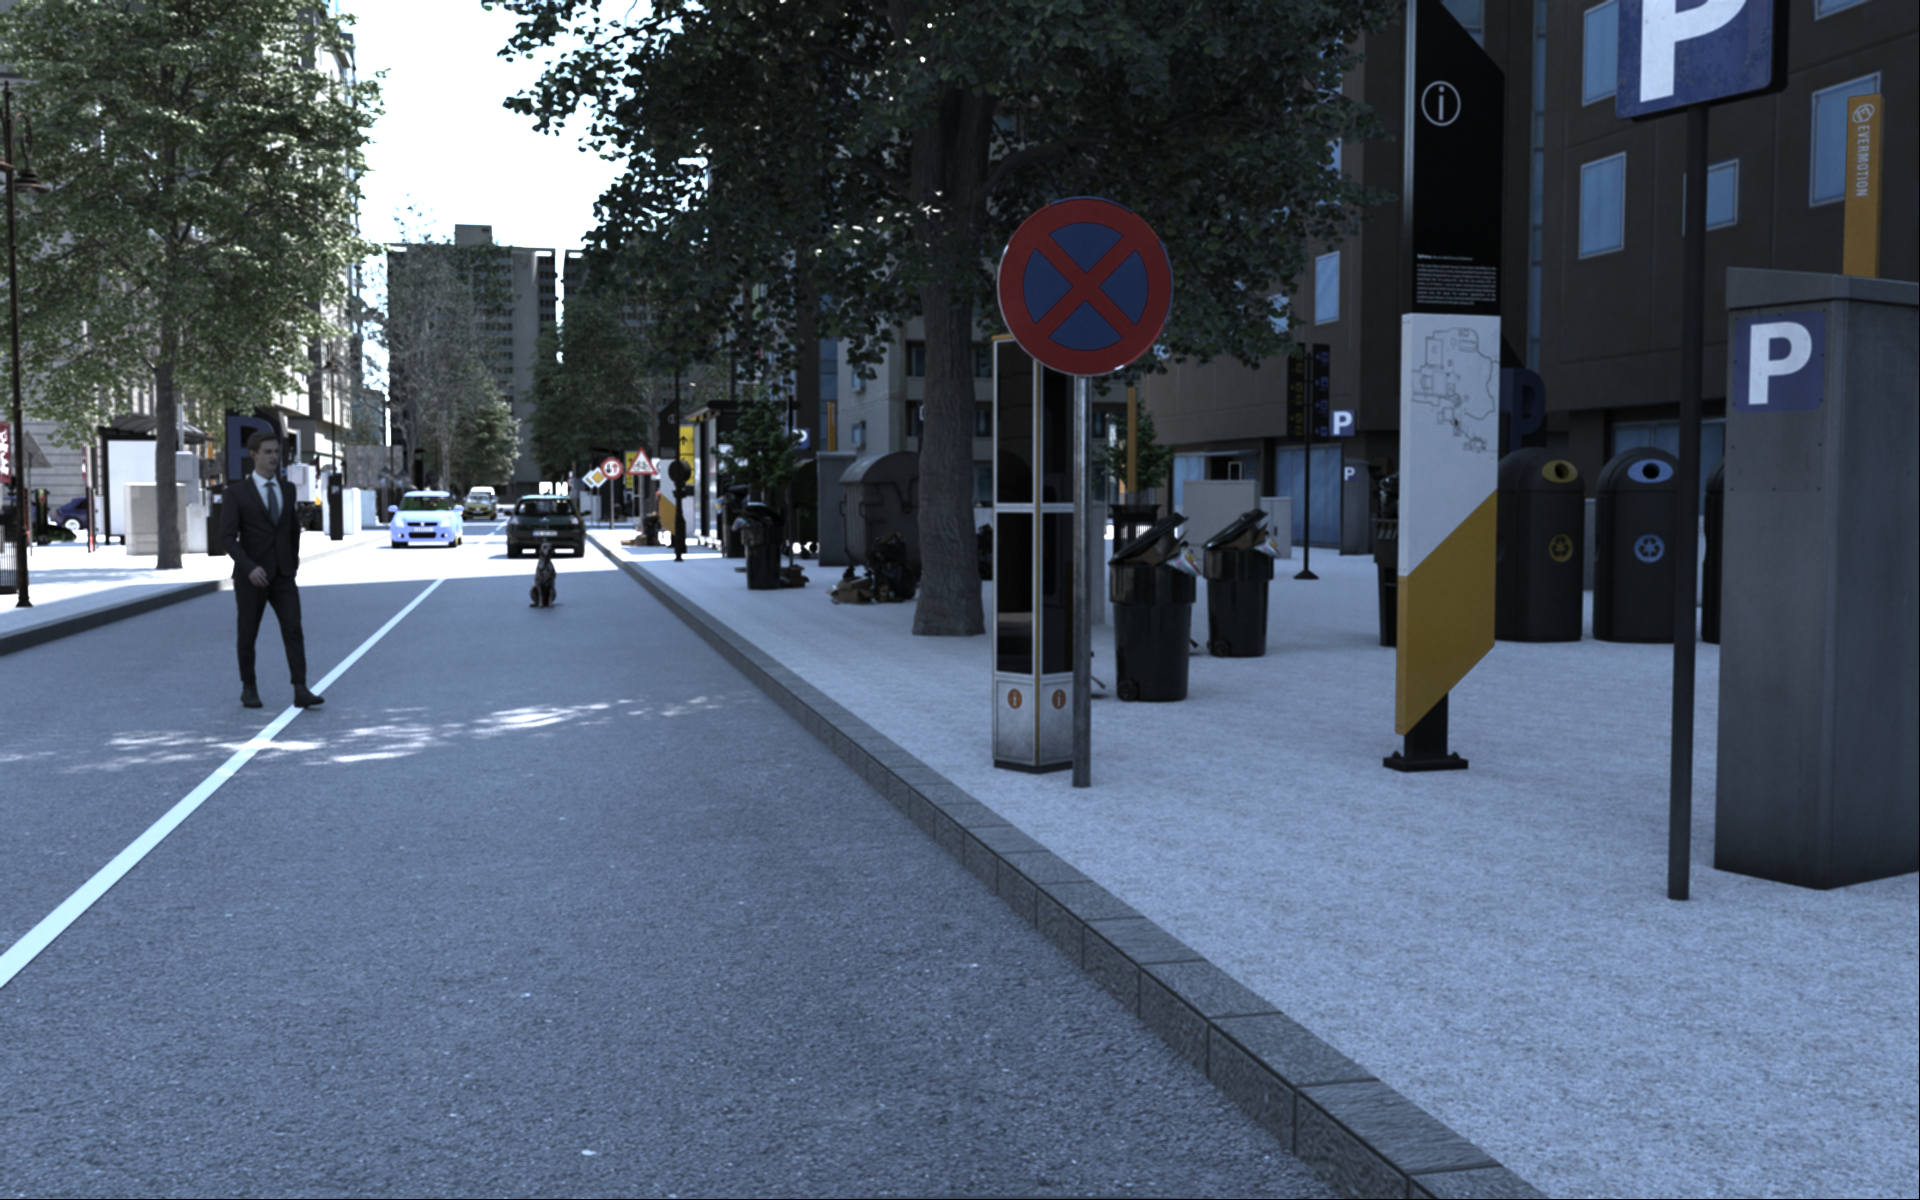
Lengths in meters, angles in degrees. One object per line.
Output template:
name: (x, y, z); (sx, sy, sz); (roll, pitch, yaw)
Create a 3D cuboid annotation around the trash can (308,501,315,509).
trash can: (-42.330, -6.217, 113.309); (0.748, 1.137, 0.748); (0, 3, 0)

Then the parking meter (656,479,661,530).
parking meter: (-10.928, -3.471, 62.465); (0.255, 1.863, 0.399); (2, 4, 30)

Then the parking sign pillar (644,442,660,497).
parking sign pillar: (-14.237, -5.646, 80.780); (1.447, 3.967, 1.447); (-2, 4, -25)

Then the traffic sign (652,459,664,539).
traffic sign: (-8.460, -2.881, 49.230); (0.606, 2.300, 0.079); (-1, 4, -12)

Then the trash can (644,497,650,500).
trash can: (-13.825, -3.974, 76.630); (0.748, 1.137, 0.748); (0, 3, 0)

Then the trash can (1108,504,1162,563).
trash can: (2.419, -0.752, 23.950); (0.748, 1.137, 0.748); (0, 3, 0)

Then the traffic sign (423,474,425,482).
traffic sign: (-31.356, -6.128, 100.291); (0.768, 2.556, 0.104); (-1, 4, -12)

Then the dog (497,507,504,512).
dog: (-37.277, -7.337, 140.150); (0.748, 0.427, 0.550); (-2, 4, -25)

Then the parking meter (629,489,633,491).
parking meter: (-27.181, -8.399, 143.027); (0.255, 1.863, 0.399); (0, 4, 6)

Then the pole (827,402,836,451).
pole: (-2.836, -2.722, 38.340); (0.158, 3.312, 0.155); (0, 3, 0)

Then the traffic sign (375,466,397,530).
traffic sign: (-20.445, -3.553, 61.729); (0.795, 2.450, 0.064); (-1, 4, -14)

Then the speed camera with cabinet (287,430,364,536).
speed camera with cabinet: (-19.601, -3.611, 53.374); (2.038, 3.252, 0.660); (0, 4, 1)

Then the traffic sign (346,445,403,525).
traffic sign: (-24.347, -4.784, 72.091); (2.265, 3.308, 0.079); (-1, 4, -9)

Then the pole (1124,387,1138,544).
pole: (3.295, -2.404, 33.153); (0.158, 3.312, 0.155); (0, 3, 0)

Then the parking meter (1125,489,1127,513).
parking meter: (7.573, -4.404, 77.711); (0.255, 1.863, 0.399); (-3, 4, -37)

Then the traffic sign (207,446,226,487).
traffic sign: (-19.924, -2.871, 46.938); (0.884, 2.594, 0.081); (0, 4, -8)

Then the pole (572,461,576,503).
pole: (-23.724, -6.886, 106.425); (0.158, 3.312, 0.155); (0, 3, 0)

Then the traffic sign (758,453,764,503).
traffic sign: (-3.619, -1.947, 31.939); (0.768, 2.556, 0.104); (0, 4, -5)

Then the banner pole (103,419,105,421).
banner pole: (-27.732, -4.081, 56.749); (0.863, 3.779, 0.401); (-3, 5, -44)

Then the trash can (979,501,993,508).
trash can: (0.769, -1.527, 36.618); (0.748, 1.137, 0.748); (0, 3, 0)

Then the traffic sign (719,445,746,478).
traffic sign: (-4.658, -2.052, 35.675); (0.606, 2.300, 0.079); (0, 4, -4)

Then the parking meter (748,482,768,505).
parking meter: (-3.870, -1.515, 33.174); (0.372, 1.533, 0.369); (0, 3, 0)

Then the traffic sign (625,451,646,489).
traffic sign: (-14.779, -5.416, 82.427); (2.265, 3.308, 0.079); (-1, 4, -9)

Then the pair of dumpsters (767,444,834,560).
pair of dumpsters: (-3.108, -2.037, 35.793); (1.574, 2.255, 4.437); (-1, 4, -14)

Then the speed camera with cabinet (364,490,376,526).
speed camera with cabinet: (-24.479, -4.586, 69.315); (2.038, 3.252, 0.660); (-3, 5, -44)

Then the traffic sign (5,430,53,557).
traffic sign: (-18.939, -2.156, 35.249); (0.884, 2.594, 0.081); (-1, 4, -10)

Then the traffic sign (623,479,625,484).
traffic sign: (-22.903, -7.014, 116.801); (0.606, 2.300, 0.079); (0, 4, -5)

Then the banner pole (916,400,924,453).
banner pole: (-0.595, -3.100, 40.708); (0.863, 3.779, 0.401); (0, 4, 0)

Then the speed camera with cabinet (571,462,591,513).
speed camera with cabinet: (-21.710, -6.457, 99.906); (0.660, 3.252, 2.038); (-3, 4, -39)

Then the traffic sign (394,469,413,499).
traffic sign: (-22.339, -4.027, 69.487); (0.795, 2.450, 0.064); (-1, 4, -14)

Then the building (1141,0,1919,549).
building: (13.778, -24.169, 45.268); (14.600, 45.320, 14.200); (-1, 4, -14)

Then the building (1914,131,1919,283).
building: (18.420, -22.843, 23.590); (14.600, 45.320, 14.200); (-1, 4, -14)

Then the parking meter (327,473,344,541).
parking meter: (-17.125, -2.554, 47.467); (0.399, 1.863, 0.255); (-1, 4, -20)

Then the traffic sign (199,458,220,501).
traffic sign: (-21.370, -2.886, 49.319); (0.606, 2.300, 0.079); (-1, 4, -11)

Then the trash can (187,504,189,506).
trash can: (-40.443, -4.797, 90.081); (0.748, 1.137, 0.748); (0, 3, 0)

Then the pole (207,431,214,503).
pole: (-24.399, -3.827, 56.414); (0.158, 3.312, 0.155); (0, 3, 0)

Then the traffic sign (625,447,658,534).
traffic sign: (-8.724, -2.905, 47.505); (0.884, 2.594, 0.081); (0, 4, -4)

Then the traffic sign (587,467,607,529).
traffic sign: (-13.256, -3.658, 63.456); (0.795, 2.450, 0.064); (-1, 4, -14)

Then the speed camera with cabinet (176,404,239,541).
speed camera with cabinet: (-16.732, -2.713, 38.697); (2.038, 3.252, 0.660); (-3, 5, -43)

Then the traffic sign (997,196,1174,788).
traffic sign: (0.534, -0.454, 7.522); (0.768, 2.556, 0.104); (0, 4, -6)

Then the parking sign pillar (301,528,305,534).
parking sign pillar: (-21.952, -4.125, 55.922); (1.447, 3.967, 1.447); (-2, 4, -28)

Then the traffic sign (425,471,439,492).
traffic sign: (-28.990, -5.814, 95.164); (0.768, 2.556, 0.104); (-1, 4, -8)

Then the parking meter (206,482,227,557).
parking meter: (-15.322, -1.668, 35.683); (0.372, 1.533, 0.369); (0, 3, 0)

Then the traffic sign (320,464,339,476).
traffic sign: (-26.325, -4.418, 72.335); (0.768, 2.556, 0.104); (-1, 4, -11)

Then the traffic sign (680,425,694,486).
traffic sign: (-7.276, -3.501, 51.109); (2.265, 3.308, 0.079); (0, 4, -7)

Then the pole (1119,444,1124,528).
pole: (6.091, -4.356, 65.059); (0.158, 3.312, 0.155); (0, 3, 0)

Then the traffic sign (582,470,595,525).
traffic sign: (-15.151, -4.133, 71.214); (0.795, 2.450, 0.064); (-1, 4, -14)

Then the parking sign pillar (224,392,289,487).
parking sign pillar: (-17.713, -3.362, 43.444); (1.447, 3.967, 1.447); (-1, 4, -18)

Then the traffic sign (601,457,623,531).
traffic sign: (-12.097, -3.678, 60.245); (0.768, 2.556, 0.104); (0, 4, -7)

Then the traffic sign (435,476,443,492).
traffic sign: (-36.945, -7.496, 122.667); (0.768, 2.556, 0.104); (0, 4, -7)

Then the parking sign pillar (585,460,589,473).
parking sign pillar: (-27.194, -8.469, 126.934); (1.447, 3.967, 1.447); (-1, 4, -22)

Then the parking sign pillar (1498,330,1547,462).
parking sign pillar: (8.701, -2.366, 27.151); (1.447, 3.967, 1.447); (-3, 5, -44)

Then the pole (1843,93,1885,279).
pole: (4.655, -0.927, 8.993); (0.158, 3.312, 0.155); (0, 3, 0)

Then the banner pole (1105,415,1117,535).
banner pole: (4.762, -3.970, 54.934); (0.401, 3.779, 0.863); (2, 4, 34)

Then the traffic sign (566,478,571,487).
traffic sign: (-29.319, -7.994, 130.808); (0.768, 2.556, 0.104); (0, 4, -4)

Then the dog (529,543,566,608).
dog: (-5.217, -0.321, 22.079); (0.513, 0.831, 0.800); (1, 4, 19)

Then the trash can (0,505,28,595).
trash can: (-12.311, -0.640, 22.123); (0.748, 1.137, 0.748); (0, 3, 0)

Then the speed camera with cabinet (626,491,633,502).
speed camera with cabinet: (-18.890, -6.542, 101.291); (0.660, 3.252, 2.038); (-2, 4, -32)

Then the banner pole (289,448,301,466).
banner pole: (-35.846, -6.324, 93.422); (0.401, 3.779, 0.863); (1, 4, 22)

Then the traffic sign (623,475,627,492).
traffic sign: (-22.652, -7.179, 117.480); (0.768, 2.556, 0.104); (0, 4, -5)
